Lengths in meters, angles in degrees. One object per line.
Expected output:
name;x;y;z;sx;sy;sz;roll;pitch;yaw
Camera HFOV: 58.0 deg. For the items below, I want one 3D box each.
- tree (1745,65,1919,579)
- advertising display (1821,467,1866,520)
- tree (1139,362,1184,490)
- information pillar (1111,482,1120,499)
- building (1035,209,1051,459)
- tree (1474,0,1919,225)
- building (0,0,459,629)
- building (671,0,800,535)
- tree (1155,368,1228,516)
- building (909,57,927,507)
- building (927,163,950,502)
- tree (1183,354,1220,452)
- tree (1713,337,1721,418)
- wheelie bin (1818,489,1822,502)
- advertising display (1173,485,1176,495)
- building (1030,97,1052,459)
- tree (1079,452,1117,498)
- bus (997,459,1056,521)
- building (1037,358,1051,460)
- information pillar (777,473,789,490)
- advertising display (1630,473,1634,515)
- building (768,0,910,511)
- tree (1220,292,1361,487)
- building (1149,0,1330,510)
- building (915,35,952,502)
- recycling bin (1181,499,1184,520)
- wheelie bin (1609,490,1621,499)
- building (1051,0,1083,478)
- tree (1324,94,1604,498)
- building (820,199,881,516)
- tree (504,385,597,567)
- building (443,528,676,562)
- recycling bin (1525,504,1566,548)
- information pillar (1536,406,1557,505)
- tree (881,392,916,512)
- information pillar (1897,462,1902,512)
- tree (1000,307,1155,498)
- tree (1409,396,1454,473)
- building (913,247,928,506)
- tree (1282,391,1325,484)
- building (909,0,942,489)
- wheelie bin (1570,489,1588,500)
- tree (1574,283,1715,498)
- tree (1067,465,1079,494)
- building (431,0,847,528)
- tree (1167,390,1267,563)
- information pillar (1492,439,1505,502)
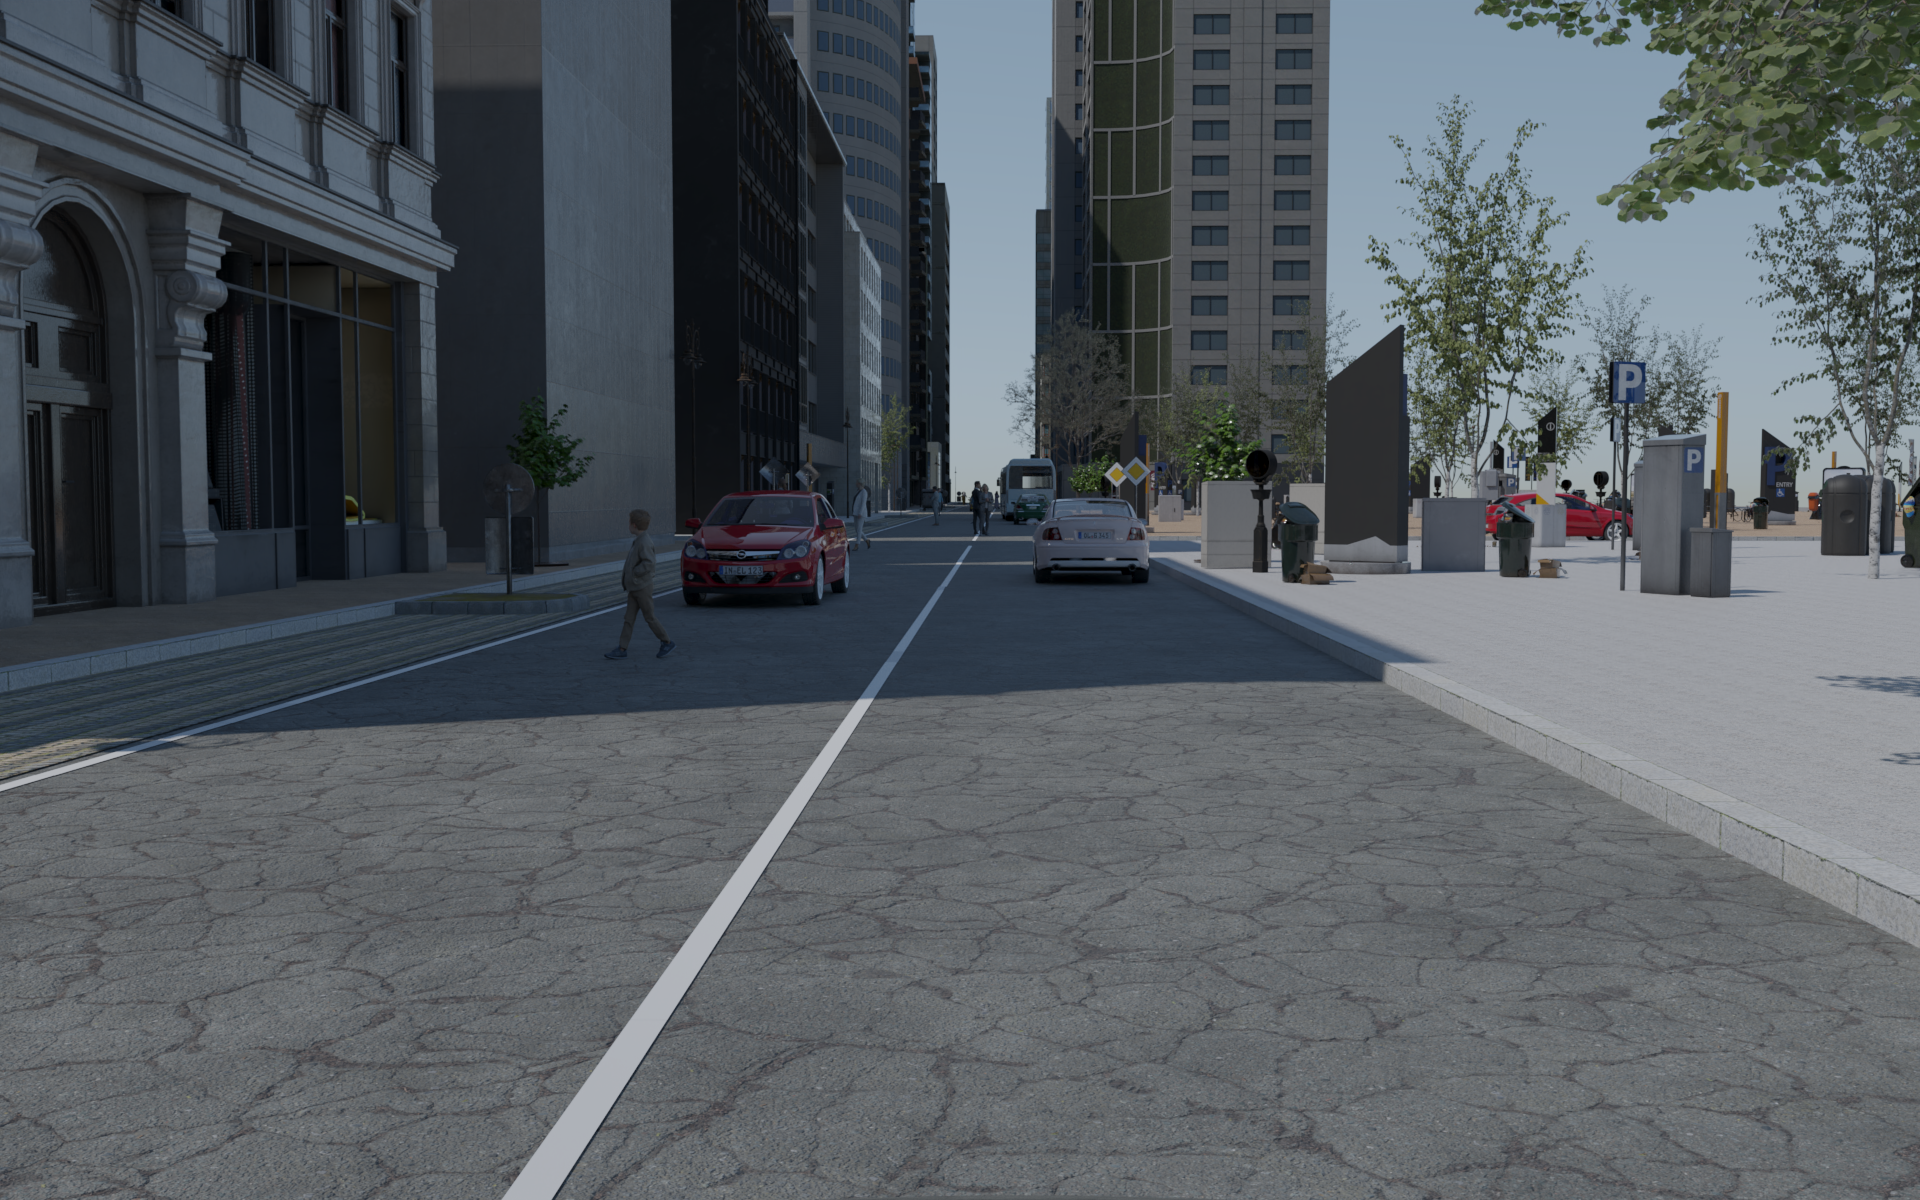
tree;13.911;-4.635;26.139;4.360;8.622;3.978;0;3;0
advertising display;21.387;-2.247;41.948;0.123;1.923;0.974;-3;5;-40
tree;11.638;-8.713;92.825;4.360;8.622;3.978;0;3;0
information pillar;5.626;-3.554;62.592;0.304;2.012;0.304;0;4;7
building;17.828;-34.642;249.986;14.154;41.232;14.086;0;4;1
tree;5.460;-5.475;7.649;7.486;12.596;7.792;0;3;0
building;-13.573;-9.658;8.813;10.553;20.767;40.483;0;4;1
building;-12.840;-14.197;61.805;12.332;23.373;15.834;0;4;1
tree;13.603;-9.189;100.607;4.737;8.622;4.395;0;3;0
building;-14.719;-31.638;171.912;22.147;44.769;28.867;0;4;1
building;-12.470;-38.639;255.443;21.300;48.544;21.600;0;4;1
tree;13.695;-8.293;85.953;4.360;8.622;3.978;0;3;0
tree;31.155;-7.639;75.261;4.360;8.622;3.978;0;3;0
wheelie bin;55.731;-6.348;111.691;0.693;1.594;0.980;-2;4;-31
advertising display;15.464;-7.380;125.871;0.123;1.923;0.974;3;4;37
building;22.391;-58.636;271.368;22.319;86.520;31.000;0;4;1
tree;6.593;-5.048;77.140;1.663;3.219;1.824;0;3;0
bus;3.643;-6.201;96.251;2.948;3.499;13.247;0;4;0
building;24.342;-23.481;228.958;27.650;21.520;28.899;0;4;1
information pillar;-6.281;-3.492;61.581;0.304;2.012;0.304;3;5;45
advertising display;21.063;-2.951;53.462;0.123;1.923;0.974;-1;4;-19
building;-15.466;-36.759;143.015;21.231;58.520;28.212;0;4;1
tree;12.578;-6.900;63.171;4.360;8.622;3.978;0;3;0
building;18.718;-43.208;144.710;20.563;71.187;20.611;0;4;1
building;-11.765;-51.227;275.807;20.563;71.187;20.611;0;4;1
recycling bin;10.404;-4.388;84.298;0.722;1.027;0.722;-3;4;-36
wheelie bin;46.026;-6.957;121.651;0.693;1.594;0.980;3;5;45
building;19.438;-38.376;169.452;21.231;58.520;28.212;0;4;1
tree;9.573;-4.991;31.963;4.737;8.622;4.395;0;3;0
building;-10.761;-15.554;109.063;10.420;20.320;16.860;0;4;1
tree;-7.526;-2.212;30.774;1.663;3.219;1.824;0;3;0
building;-22.410;-13.457;39.090;30.058;24.678;14.314;0;4;1
recycling bin;14.157;-1.795;41.902;0.722;1.027;0.722;-1;4;-14
information pillar;15.569;-3.339;45.943;0.504;3.616;0.183;2;4;27
tree;-5.307;-10.614;123.903;4.737;8.622;4.395;0;3;0
information pillar;67.662;-8.153;124.657;0.183;3.616;0.504;3;5;44
tree;7.731;-12.494;114.654;12.009;13.543;11.850;0;3;0
tree;33.734;-10.700;125.304;4.360;8.622;3.978;0;3;0
building;-10.908;-25.811;193.704;14.160;30.474;14.107;0;4;1
tree;24.986;-10.648;124.451;4.737;8.622;4.395;0;3;0
building;-13.417;-55.957;227.567;22.319;86.520;31.000;0;4;1
wheelie bin;42.625;-6.792;118.951;0.980;1.594;0.693;0;4;-2
tree;23.177;-6.711;60.091;4.360;8.622;3.978;0;3;0
tree;7.207;-6.118;94.632;1.663;3.219;1.824;0;3;0
building;-13.989;-16.290;85.416;14.314;24.678;30.058;0;4;1
tree;4.963;-2.298;32.166;1.663;3.219;1.824;0;3;0
information pillar;22.958;-5.050;73.920;0.504;3.616;0.183;2;4;34
